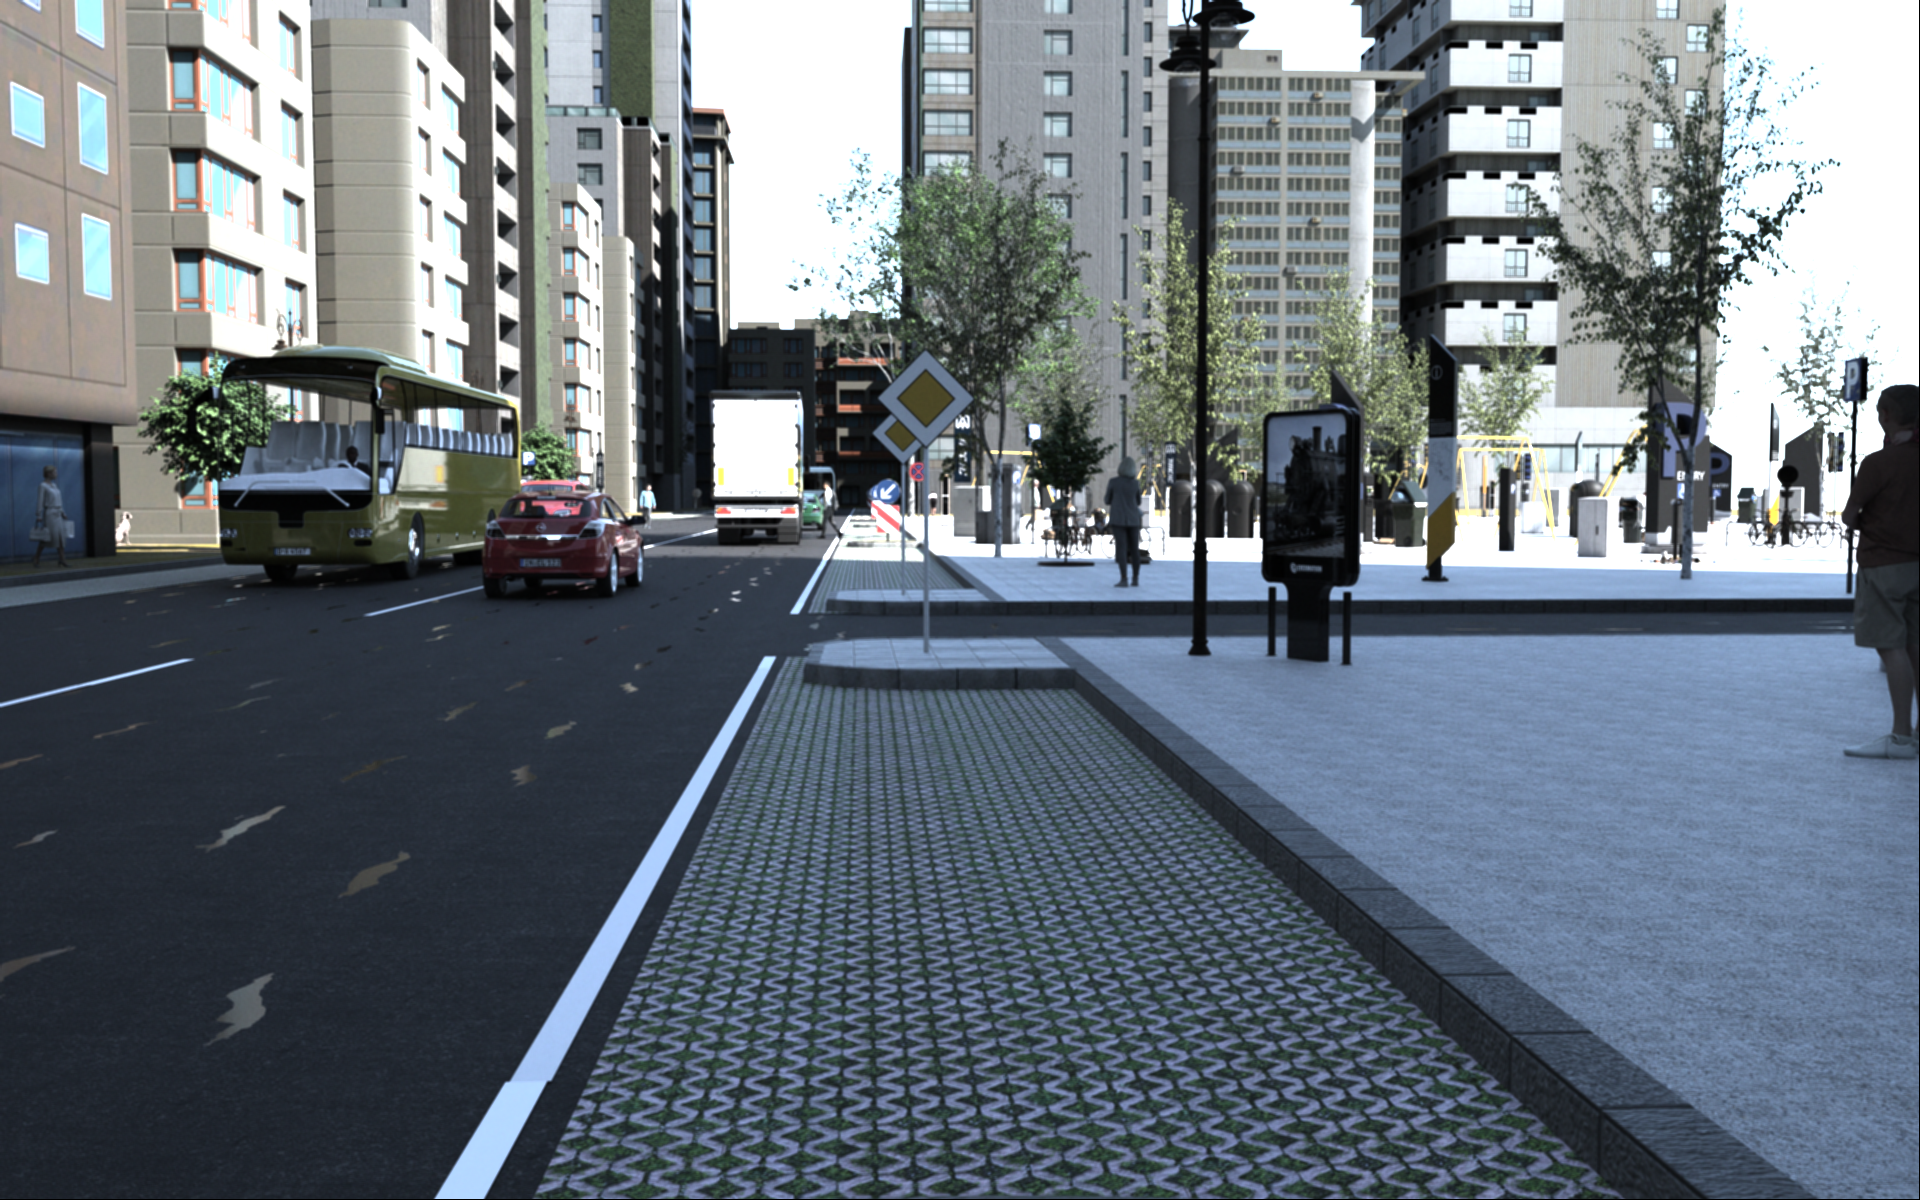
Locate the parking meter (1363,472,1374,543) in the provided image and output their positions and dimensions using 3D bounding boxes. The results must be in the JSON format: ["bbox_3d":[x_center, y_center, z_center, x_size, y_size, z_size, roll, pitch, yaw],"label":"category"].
[{"bbox_3d":[10.759,-2.453,45.817,0.255,1.863,0.399,-1,4,-16],"label":"parking meter"}]

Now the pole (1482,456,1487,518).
[{"bbox_3d":[28.207,-6.075,93.164,0.158,3.312,0.155,0,3,0],"label":"pole"}]

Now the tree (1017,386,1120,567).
[{"bbox_3d":[1.866,-2.239,31.202,1.663,3.219,1.824,0,3,0],"label":"tree"}]

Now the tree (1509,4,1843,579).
[{"bbox_3d":[10.817,-4.634,26.131,4.360,8.622,3.978,0,3,0],"label":"tree"}]

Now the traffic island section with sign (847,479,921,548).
[{"bbox_3d":[-2.064,-2.337,46.835,1.989,1.847,2.006,0,4,-3],"label":"traffic island section with sign"}]

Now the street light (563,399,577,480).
[{"bbox_3d":[-18.886,-6.808,84.092,0.468,5.910,1.993,0,4,-3],"label":"street light"}]

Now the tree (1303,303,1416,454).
[{"bbox_3d":[15.503,-7.168,67.558,4.360,8.622,3.978,0,3,0],"label":"tree"}]

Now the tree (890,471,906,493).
[{"bbox_3d":[-5.496,-9.149,144.181,1.663,3.219,1.824,0,3,0],"label":"tree"}]

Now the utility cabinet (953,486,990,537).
[{"bbox_3d":[0.320,-2.565,50.612,1.173,1.500,0.318,3,5,41],"label":"utility cabinet"}]

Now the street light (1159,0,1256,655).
[{"bbox_3d":[1.916,-2.500,13.670,0.468,5.910,1.993,0,4,-3],"label":"street light"}]

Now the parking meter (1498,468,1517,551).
[{"bbox_3d":[12.373,-2.044,39.137,0.255,1.863,0.399,3,5,41],"label":"parking meter"}]

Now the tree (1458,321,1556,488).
[{"bbox_3d":[22.964,-7.520,73.321,4.737,8.622,4.395,0,3,0],"label":"tree"}]

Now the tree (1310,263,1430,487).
[{"bbox_3d":[12.385,-6.391,54.861,4.737,8.622,4.395,0,3,0],"label":"tree"}]

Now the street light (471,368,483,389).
[{"bbox_3d":[-17.669,-5.552,63.565,0.468,5.910,1.993,0,4,-3],"label":"street light"}]

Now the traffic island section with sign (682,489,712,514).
[{"bbox_3d":[-18.705,-7.022,123.430,1.989,1.847,2.006,0,4,-3],"label":"traffic island section with sign"}]

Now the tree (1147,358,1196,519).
[{"bbox_3d":[10.052,-8.504,89.405,4.360,8.622,3.978,0,3,0],"label":"tree"}]

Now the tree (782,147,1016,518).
[{"bbox_3d":[-3.312,-14.610,94.768,12.611,20.169,13.585,0,3,0],"label":"tree"}]

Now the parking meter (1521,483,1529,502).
[{"bbox_3d":[29.378,-5.161,90.093,0.399,1.863,0.255,-3,5,-40],"label":"parking meter"}]

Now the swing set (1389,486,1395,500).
[{"bbox_3d":[24.129,-5.771,91.973,2.862,2.851,3.119,2,4,29],"label":"swing set"}]

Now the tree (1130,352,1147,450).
[{"bbox_3d":[4.393,-7.282,69.418,4.360,8.622,3.978,0,3,0],"label":"tree"}]

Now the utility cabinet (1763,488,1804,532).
[{"bbox_3d":[27.838,-3.050,58.553,1.173,1.500,0.318,2,4,33],"label":"utility cabinet"}]

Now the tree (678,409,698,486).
[{"bbox_3d":[-23.548,-11.801,143.310,4.360,8.622,3.978,0,3,0],"label":"tree"}]

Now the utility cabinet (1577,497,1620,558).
[{"bbox_3d":[12.912,-1.463,35.076,0.306,1.237,1.020,-1,4,-13],"label":"utility cabinet"}]

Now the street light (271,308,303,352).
[{"bbox_3d":[-16.596,-4.299,43.072,0.468,5.910,1.993,0,4,-3],"label":"street light"}]

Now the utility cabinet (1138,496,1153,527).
[{"bbox_3d":[6.742,-3.310,65.276,1.020,1.237,0.306,2,4,27],"label":"utility cabinet"}]

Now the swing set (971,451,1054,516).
[{"bbox_3d":[1.954,-4.091,64.503,2.862,2.851,3.119,3,5,40],"label":"swing set"}]

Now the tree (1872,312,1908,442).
[{"bbox_3d":[25.667,-6.172,51.269,4.360,8.622,3.978,0,3,0],"label":"tree"}]

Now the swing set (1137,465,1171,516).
[{"bbox_3d":[10.398,-5.876,93.700,2.862,2.851,3.119,-1,4,-8],"label":"swing set"}]

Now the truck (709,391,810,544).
[{"bbox_3d":[-6.005,-3.895,52.601,2.839,4.237,11.283,0,4,-5],"label":"truck"}]

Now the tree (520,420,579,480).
[{"bbox_3d":[-18.634,-5.691,76.763,4.285,4.588,4.351,0,3,0],"label":"tree"}]

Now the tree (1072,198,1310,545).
[{"bbox_3d":[5.792,-5.659,42.894,4.737,8.622,4.395,0,3,0],"label":"tree"}]

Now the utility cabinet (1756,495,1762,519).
[{"bbox_3d":[43.696,-5.155,95.448,0.306,1.237,1.020,-2,4,-24],"label":"utility cabinet"}]

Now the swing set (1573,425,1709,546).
[{"bbox_3d":[16.020,-2.640,40.777,2.862,2.851,3.119,1,4,18],"label":"swing set"}]

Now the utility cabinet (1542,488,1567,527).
[{"bbox_3d":[22.696,-3.518,66.195,0.318,1.500,1.173,-1,4,-13],"label":"utility cabinet"}]

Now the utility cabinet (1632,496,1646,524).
[{"bbox_3d":[29.261,-3.852,74.144,1.020,1.237,0.306,-1,4,-20],"label":"utility cabinet"}]

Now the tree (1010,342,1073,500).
[{"bbox_3d":[4.382,-7.825,78.301,4.737,8.622,4.395,0,3,0],"label":"tree"}]

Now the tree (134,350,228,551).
[{"bbox_3d":[-16.996,-3.421,39.643,4.285,4.588,4.351,0,3,0],"label":"tree"}]

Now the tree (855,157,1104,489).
[{"bbox_3d":[0.516,-7.901,54.943,9.928,11.665,9.643,0,3,0],"label":"tree"}]

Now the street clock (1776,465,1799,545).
[{"bbox_3d":[20.826,-2.389,43.635,0.471,2.002,0.358,1,4,14],"label":"street clock"}]

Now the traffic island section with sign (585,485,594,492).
[{"bbox_3d":[-15.912,-3.980,73.708,1.989,1.847,2.006,0,4,-3],"label":"traffic island section with sign"}]

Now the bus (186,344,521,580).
[{"bbox_3d":[-10.555,-2.483,32.144,2.896,3.916,12.252,0,4,-4],"label":"bus"}]

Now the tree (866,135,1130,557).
[{"bbox_3d":[0.564,-5.192,35.253,4.360,8.622,3.978,0,3,0],"label":"tree"}]

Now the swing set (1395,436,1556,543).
[{"bbox_3d":[14.058,-3.031,47.169,3.119,2.851,2.862,-1,4,-17],"label":"swing set"}]

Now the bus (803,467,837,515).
[{"bbox_3d":[-10.263,-7.911,124.201,2.948,3.499,13.247,0,4,-4],"label":"bus"}]
